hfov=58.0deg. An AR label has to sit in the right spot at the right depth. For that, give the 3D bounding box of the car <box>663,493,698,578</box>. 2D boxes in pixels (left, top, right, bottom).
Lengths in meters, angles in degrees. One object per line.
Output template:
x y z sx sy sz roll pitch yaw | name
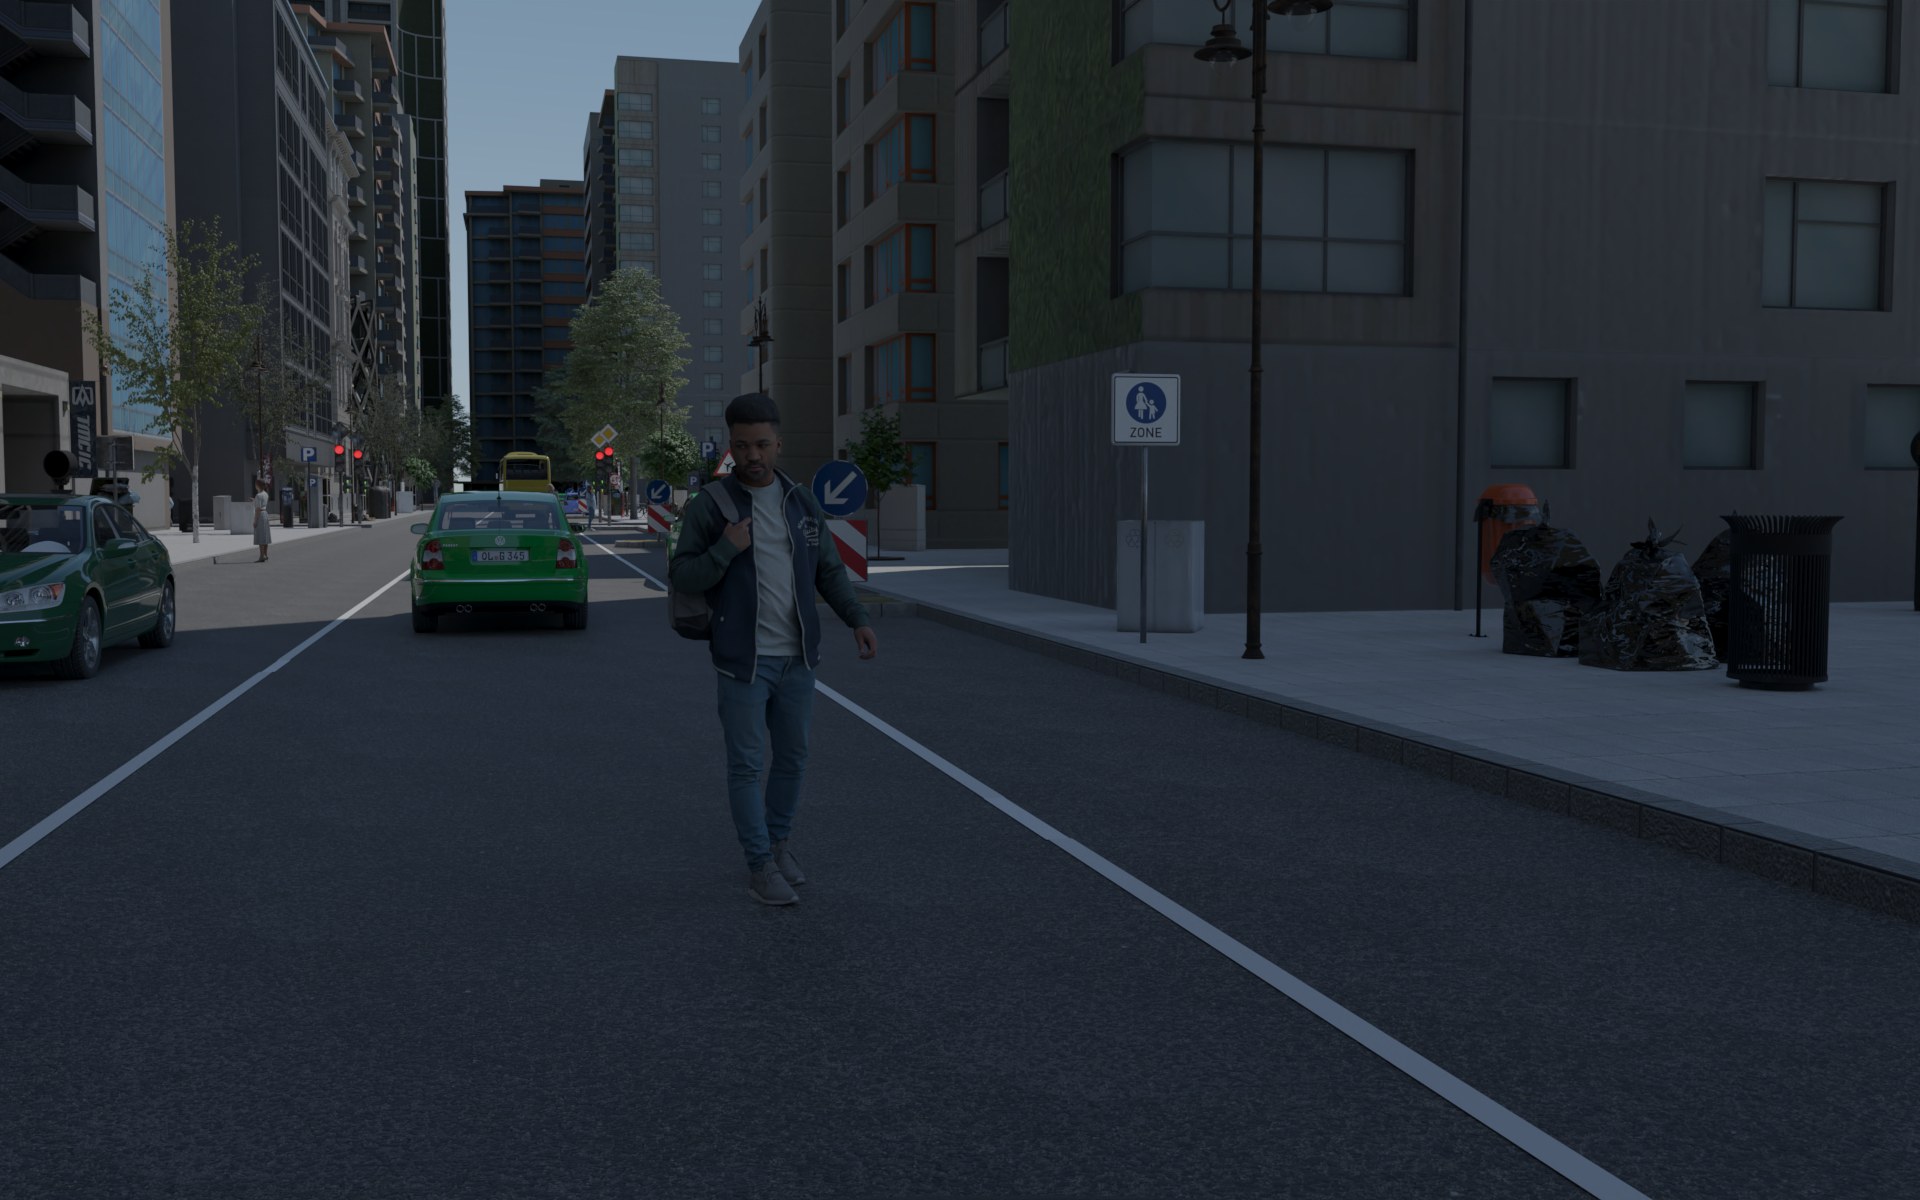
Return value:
-3.813 -1.191 28.268 1.959 1.807 4.718 -1 4 -13 | car

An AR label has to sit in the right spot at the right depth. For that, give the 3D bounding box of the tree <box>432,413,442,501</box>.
-34.629 -9.535 106.264 4.360 8.622 3.978 0 3 0 | tree

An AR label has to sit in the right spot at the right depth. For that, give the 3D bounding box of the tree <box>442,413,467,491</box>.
-46.523 -12.487 154.530 4.360 8.622 3.978 0 3 0 | tree

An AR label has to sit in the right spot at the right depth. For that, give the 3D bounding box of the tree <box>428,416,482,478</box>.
-60.683 -16.677 207.082 7.601 10.594 8.767 0 4 -5 | tree

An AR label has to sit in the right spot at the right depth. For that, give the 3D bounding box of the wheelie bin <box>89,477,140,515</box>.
-15.914 -1.508 32.571 0.980 1.594 0.693 -3 5 -43 | wheelie bin

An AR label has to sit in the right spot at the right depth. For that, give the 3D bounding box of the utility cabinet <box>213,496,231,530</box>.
-26.389 -3.106 61.944 0.306 1.237 1.020 -3 5 -42 | utility cabinet

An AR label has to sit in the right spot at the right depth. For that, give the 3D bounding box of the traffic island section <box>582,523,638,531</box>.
-14.017 -2.879 69.357 2.009 0.180 2.903 -1 4 -14 | traffic island section

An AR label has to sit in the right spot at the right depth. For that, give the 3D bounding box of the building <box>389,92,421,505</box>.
-74.920 -35.417 202.771 21.600 48.544 21.300 -1 4 -14 | building

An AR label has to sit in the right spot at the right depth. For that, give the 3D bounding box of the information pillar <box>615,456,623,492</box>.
-21.186 -7.105 107.518 0.504 3.616 0.183 2 4 24 | information pillar

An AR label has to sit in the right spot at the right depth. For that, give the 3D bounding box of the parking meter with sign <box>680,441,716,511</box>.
-8.589 -3.693 56.635 0.543 3.016 1.738 1 4 18 | parking meter with sign

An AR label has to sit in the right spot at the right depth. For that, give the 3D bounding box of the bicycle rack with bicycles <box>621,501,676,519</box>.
-16.505 -4.736 90.810 2.852 0.926 2.925 -2 4 -32 | bicycle rack with bicycles

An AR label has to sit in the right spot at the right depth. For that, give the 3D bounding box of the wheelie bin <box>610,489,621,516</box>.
-20.262 -5.755 102.001 0.693 1.594 0.980 -3 5 -41 | wheelie bin

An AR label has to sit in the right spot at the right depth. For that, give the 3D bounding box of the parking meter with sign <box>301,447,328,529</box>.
-24.140 -4.196 64.865 0.543 3.016 1.738 0 4 -6 | parking meter with sign

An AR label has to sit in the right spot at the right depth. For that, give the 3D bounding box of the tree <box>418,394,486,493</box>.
-57.581 -16.981 195.762 7.486 12.596 7.792 0 3 0 | tree

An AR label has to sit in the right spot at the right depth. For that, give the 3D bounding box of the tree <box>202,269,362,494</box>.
-23.072 -6.546 57.383 4.360 8.622 3.978 0 3 0 | tree

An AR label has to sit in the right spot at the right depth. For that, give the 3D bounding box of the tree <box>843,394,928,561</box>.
-1.455 -2.392 33.713 1.663 3.219 1.824 0 3 0 | tree

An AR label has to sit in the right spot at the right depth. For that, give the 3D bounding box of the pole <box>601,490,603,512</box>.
-26.064 -8.090 126.116 0.158 3.312 0.155 0 3 0 | pole

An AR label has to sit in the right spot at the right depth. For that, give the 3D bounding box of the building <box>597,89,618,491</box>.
-27.703 -32.645 188.378 22.147 44.769 28.867 -1 4 -14 | building

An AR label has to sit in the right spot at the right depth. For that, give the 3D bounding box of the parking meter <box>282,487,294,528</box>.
-25.519 -3.508 65.760 0.372 1.533 0.369 0 3 0 | parking meter

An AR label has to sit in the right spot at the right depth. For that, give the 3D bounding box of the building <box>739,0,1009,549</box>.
8.423 -12.947 56.731 27.650 21.520 28.899 -1 4 -14 | building

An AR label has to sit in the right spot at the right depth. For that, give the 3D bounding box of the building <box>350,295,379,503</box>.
-52.044 -15.943 128.114 16.820 18.784 16.811 -1 4 -14 | building

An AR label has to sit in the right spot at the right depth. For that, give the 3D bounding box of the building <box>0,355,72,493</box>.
-26.772 -35.955 26.123 20.563 71.187 20.611 -1 4 -14 | building

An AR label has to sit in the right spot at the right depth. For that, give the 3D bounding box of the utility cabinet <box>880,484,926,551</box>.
-1.287 -1.864 39.160 1.173 1.500 0.318 3 5 44 | utility cabinet

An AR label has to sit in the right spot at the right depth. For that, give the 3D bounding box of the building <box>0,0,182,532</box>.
-33.371 -24.649 53.122 14.200 45.320 14.600 -1 4 -14 | building

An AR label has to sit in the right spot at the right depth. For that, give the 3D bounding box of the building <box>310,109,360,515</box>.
-45.649 -19.630 108.338 14.401 28.519 23.554 -1 4 -14 | building

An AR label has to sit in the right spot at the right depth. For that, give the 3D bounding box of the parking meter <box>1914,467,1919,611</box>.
10.645 -0.808 18.918 0.399 1.863 0.255 -3 5 -40 | parking meter

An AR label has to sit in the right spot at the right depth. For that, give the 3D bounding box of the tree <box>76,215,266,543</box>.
-20.253 -5.798 45.160 4.737 8.622 4.395 0 3 0 | tree

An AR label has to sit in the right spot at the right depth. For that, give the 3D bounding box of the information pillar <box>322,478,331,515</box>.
-28.797 -4.538 78.686 0.304 2.012 0.304 0 4 6 | information pillar

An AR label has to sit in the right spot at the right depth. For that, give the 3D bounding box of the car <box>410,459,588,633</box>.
-5.164 -0.650 19.419 1.959 1.807 4.718 -1 4 -15 | car

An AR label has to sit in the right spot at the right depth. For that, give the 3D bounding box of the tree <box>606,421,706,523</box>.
-13.022 -5.788 78.348 4.285 4.588 4.351 0 3 0 | tree

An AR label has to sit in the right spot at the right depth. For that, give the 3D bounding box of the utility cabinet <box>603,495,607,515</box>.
-20.843 -5.668 103.838 1.020 1.237 0.306 0 4 7 | utility cabinet

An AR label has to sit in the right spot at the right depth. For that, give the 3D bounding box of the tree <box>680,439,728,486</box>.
-8.580 -4.007 60.117 1.663 3.219 1.824 0 3 0 | tree

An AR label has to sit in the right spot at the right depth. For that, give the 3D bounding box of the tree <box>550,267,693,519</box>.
-16.810 -10.326 86.962 7.486 12.596 7.792 0 3 0 | tree

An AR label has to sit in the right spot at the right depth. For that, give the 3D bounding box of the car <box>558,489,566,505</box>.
-31.564 -7.851 137.165 1.959 1.807 4.718 -1 4 -14 | car

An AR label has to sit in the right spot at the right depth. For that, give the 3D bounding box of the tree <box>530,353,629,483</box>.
-33.192 -15.093 153.429 9.857 13.997 8.962 0 3 0 | tree

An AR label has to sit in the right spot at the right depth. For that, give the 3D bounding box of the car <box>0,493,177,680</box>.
-7.962 -0.175 14.656 2.131 1.459 4.920 -1 4 -13 | car

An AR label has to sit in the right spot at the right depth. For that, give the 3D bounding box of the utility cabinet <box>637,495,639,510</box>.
-25.703 -7.681 136.747 0.306 1.237 1.020 -3 5 -41 | utility cabinet

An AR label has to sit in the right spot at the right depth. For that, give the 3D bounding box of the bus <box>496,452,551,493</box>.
-25.451 -6.691 100.951 2.896 3.916 12.252 -1 4 -16 | bus

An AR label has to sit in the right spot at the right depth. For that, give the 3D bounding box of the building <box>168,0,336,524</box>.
-39.639 -17.852 85.390 14.314 27.812 24.014 -1 4 -14 | building

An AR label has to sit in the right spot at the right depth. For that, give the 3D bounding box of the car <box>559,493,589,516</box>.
-23.503 -5.891 105.905 1.945 1.707 3.694 -1 4 -15 | car

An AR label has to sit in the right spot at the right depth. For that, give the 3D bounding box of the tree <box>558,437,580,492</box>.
-41.442 -14.354 185.041 4.360 8.622 3.978 0 3 0 | tree

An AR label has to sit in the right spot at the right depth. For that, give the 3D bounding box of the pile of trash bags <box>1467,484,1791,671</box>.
5.221 -0.275 14.241 1.912 1.369 3.447 -1 4 -13 | pile of trash bags

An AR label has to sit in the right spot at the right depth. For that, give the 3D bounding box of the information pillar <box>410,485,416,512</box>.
-40.260 -7.523 127.494 0.304 2.012 0.304 2 4 34 | information pillar

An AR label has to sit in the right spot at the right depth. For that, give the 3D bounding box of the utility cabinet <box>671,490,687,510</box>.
-16.520 -5.706 101.978 1.173 1.500 0.318 3 5 44 | utility cabinet

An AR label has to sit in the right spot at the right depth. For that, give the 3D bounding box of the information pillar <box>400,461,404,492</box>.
-38.292 -7.803 118.941 0.183 3.616 0.504 0 4 0 | information pillar

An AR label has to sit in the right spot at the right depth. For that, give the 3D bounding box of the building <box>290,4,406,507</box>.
-62.869 -30.768 157.682 22.147 44.769 28.867 -1 4 -14 | building

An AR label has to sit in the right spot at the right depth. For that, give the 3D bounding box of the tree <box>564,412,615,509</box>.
-35.987 -13.076 164.152 4.737 8.622 4.395 0 3 0 | tree

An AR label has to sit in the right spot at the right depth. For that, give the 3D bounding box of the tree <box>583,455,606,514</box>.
-22.705 -7.841 111.920 4.285 4.588 4.351 0 3 0 | tree

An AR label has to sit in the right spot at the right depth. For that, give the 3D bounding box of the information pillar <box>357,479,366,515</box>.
-29.773 -4.996 86.184 0.304 2.012 0.304 0 4 5 | information pillar

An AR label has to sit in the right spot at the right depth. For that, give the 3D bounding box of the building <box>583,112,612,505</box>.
-34.678 -36.011 212.480 21.300 48.544 21.600 -1 4 -14 | building

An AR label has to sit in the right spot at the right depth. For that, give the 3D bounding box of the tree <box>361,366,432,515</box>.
-32.562 -9.016 97.778 4.360 8.622 3.978 0 3 0 | tree

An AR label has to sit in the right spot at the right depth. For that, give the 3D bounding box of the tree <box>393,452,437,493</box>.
-42.983 -9.357 136.702 4.285 4.588 4.351 0 3 0 | tree

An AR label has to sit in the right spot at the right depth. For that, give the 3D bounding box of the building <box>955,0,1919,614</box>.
7.034 -20.906 25.404 14.154 41.232 14.086 -1 4 -14 | building

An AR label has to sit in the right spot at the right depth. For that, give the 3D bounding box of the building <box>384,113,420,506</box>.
-64.101 -30.336 179.595 14.154 41.232 14.086 -1 4 -14 | building

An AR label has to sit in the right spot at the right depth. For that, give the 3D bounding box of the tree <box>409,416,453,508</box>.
-49.241 -12.933 161.814 4.737 8.622 4.395 0 3 0 | tree
